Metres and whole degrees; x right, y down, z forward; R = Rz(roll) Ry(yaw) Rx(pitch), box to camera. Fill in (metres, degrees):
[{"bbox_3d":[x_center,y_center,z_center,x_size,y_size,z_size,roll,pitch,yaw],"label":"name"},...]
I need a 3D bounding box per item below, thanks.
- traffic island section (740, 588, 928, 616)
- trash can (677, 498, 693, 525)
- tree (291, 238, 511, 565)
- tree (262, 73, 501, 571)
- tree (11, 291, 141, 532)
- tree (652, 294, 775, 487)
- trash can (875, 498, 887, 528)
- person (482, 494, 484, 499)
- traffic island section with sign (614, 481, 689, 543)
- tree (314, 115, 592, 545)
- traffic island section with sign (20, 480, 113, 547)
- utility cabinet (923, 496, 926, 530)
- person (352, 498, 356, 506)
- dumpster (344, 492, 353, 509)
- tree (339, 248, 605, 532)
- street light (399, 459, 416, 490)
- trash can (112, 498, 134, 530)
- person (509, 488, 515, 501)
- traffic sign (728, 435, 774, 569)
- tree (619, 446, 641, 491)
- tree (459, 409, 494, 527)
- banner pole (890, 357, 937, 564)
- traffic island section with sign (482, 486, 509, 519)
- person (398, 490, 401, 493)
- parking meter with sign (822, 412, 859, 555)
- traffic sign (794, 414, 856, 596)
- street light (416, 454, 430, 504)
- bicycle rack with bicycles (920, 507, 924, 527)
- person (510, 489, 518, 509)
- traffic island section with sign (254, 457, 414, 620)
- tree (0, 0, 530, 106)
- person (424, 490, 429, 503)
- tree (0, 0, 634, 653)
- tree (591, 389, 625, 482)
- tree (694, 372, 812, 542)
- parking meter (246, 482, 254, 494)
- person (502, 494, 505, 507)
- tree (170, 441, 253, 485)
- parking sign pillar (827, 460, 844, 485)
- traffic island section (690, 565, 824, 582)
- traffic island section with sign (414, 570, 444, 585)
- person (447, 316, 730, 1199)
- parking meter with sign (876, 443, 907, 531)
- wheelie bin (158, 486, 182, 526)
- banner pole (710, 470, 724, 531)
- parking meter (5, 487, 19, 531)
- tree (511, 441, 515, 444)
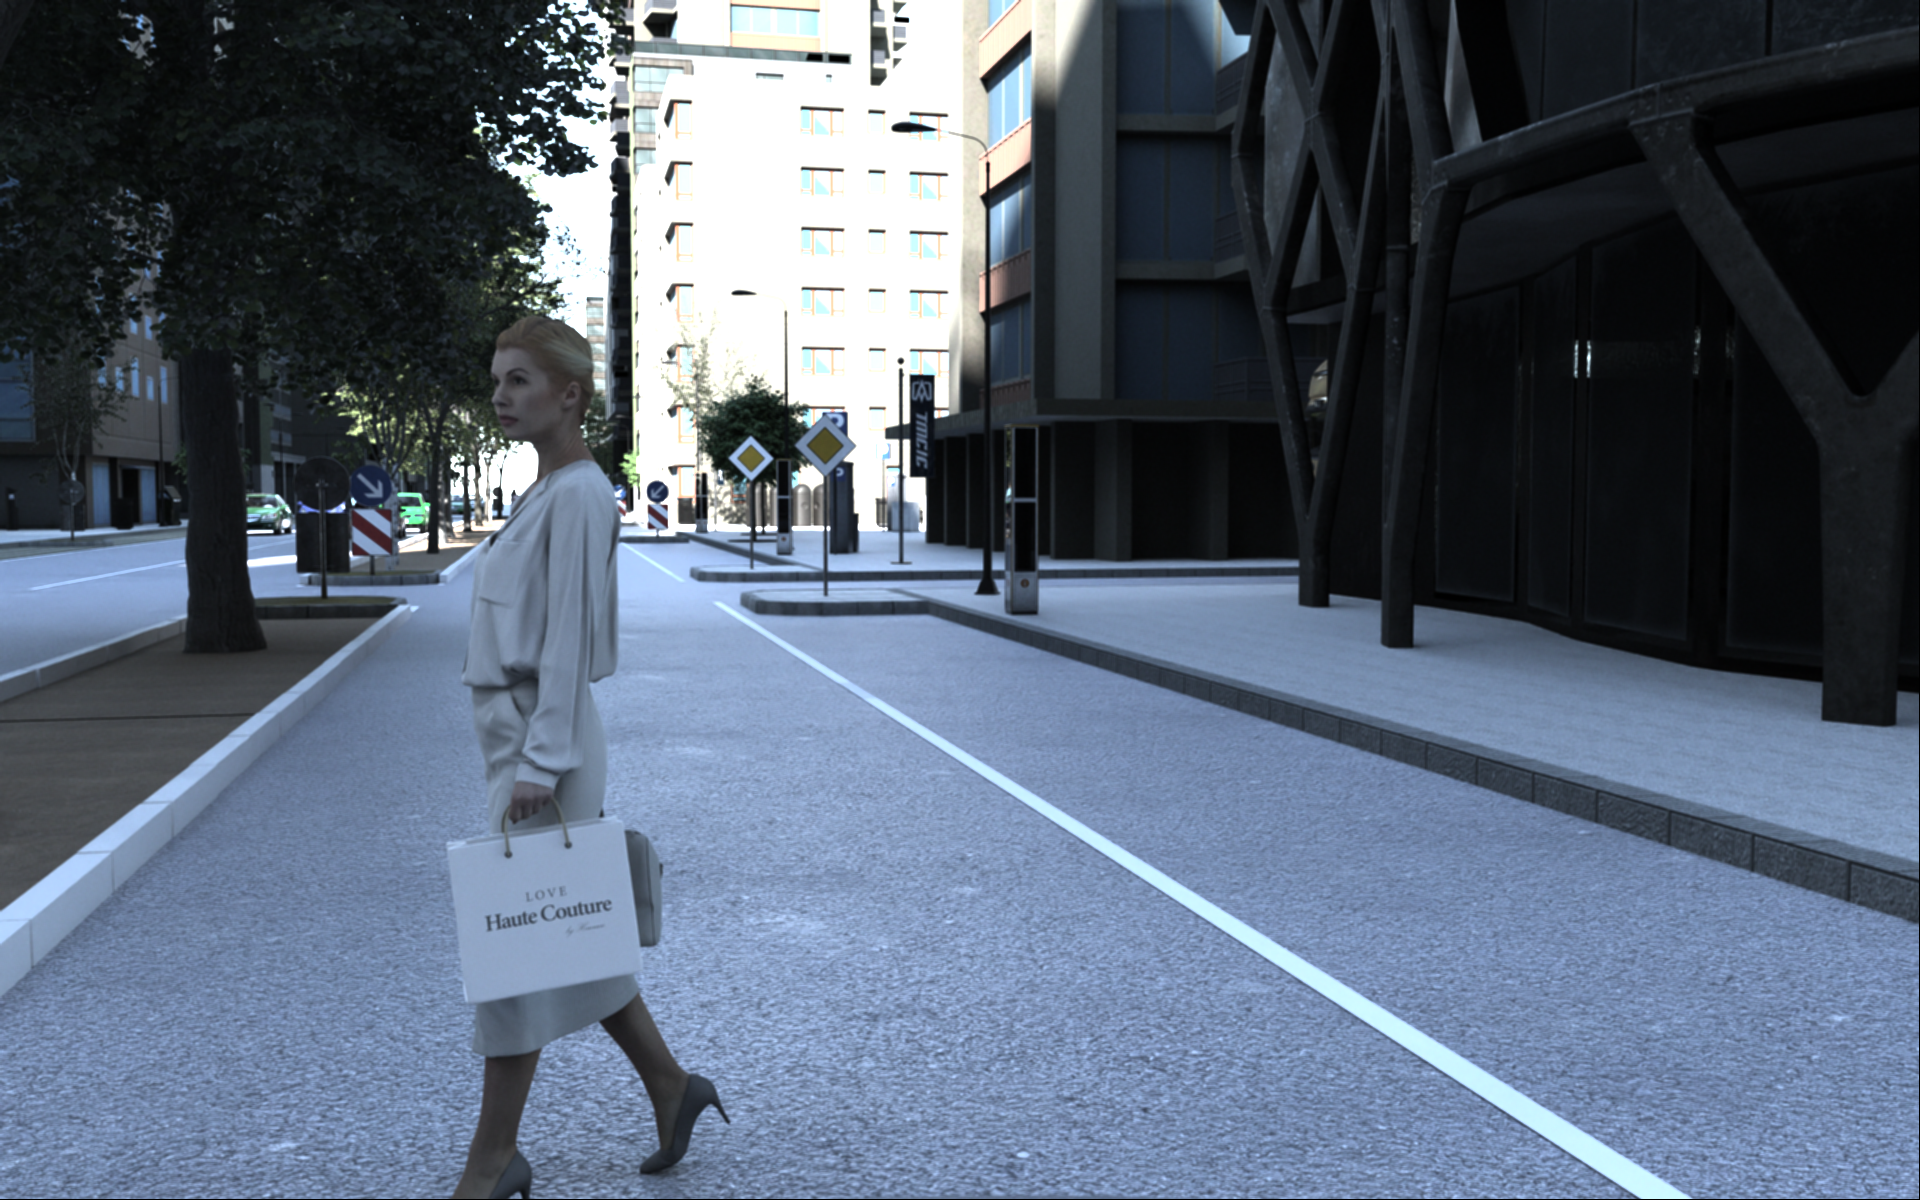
[{"bbox_3d":[-1.674,0.026,21.853,2.009,0.180,2.903,-1,4,-13],"label":"traffic island section"},{"bbox_3d":[-11.364,-3.667,71.602,0.748,1.137,0.748,0,3,0],"label":"trash can"},{"bbox_3d":[-11.394,-5.003,34.614,4.737,8.622,4.395,0,3,0],"label":"tree"},{"bbox_3d":[-9.956,-4.719,29.979,4.360,8.622,3.978,0,3,0],"label":"tree"},{"bbox_3d":[-30.326,-6.657,59.197,4.360,8.622,3.978,0,3,0],"label":"tree"},{"bbox_3d":[-9.381,-6.990,64.644,4.360,8.622,3.978,0,3,0],"label":"tree"},{"bbox_3d":[-2.895,-3.313,65.824,0.748,1.137,0.748,0,3,0],"label":"trash can"},{"bbox_3d":[-51.335,-10.678,186.352,0.557,1.426,1.065,0,4,-4],"label":"person"},{"bbox_3d":[-9.136,-2.620,51.458,1.989,1.847,2.006,-1,4,-13],"label":"traffic island section with sign"},{"bbox_3d":[-14.450,-7.796,48.042,7.486,12.596,7.792,0,3,0],"label":"tree"},{"bbox_3d":[-24.360,-2.369,47.353,1.989,1.847,2.006,-1,4,-13],"label":"traffic island section with sign"},{"bbox_3d":[-0.804,-3.092,61.716,1.020,1.237,0.306,2,4,34],"label":"utility cabinet"},{"bbox_3d":[-22.779,-3.490,65.426,0.748,1.841,0.638,-3,5,-44],"label":"person"},{"bbox_3d":[-40.174,-6.460,113.830,1.865,1.857,1.264,-1,4,-13],"label":"dumpster"},{"bbox_3d":[-18.613,-9.302,64.911,12.009,13.543,11.850,0,3,0],"label":"tree"},{"bbox_3d":[-57.994,-12.746,180.936,1.470,5.913,1.316,-1,4,-13],"label":"street light"},{"bbox_3d":[-30.114,-3.102,62.368,0.748,1.137,0.748,0,3,0],"label":"trash can"},{"bbox_3d":[-31.087,-6.870,120.765,0.705,1.831,1.348,-3,4,-37],"label":"person"},{"bbox_3d":[-3.560,-1.584,29.536,0.795,2.450,0.064,-1,4,-13],"label":"traffic sign"},{"bbox_3d":[-19.092,-7.463,105.737,4.285,4.588,4.351,0,3,0],"label":"tree"},{"bbox_3d":[-21.411,-9.059,76.320,9.928,11.665,9.643,0,3,0],"label":"tree"},{"bbox_3d":[-0.855,-2.559,31.853,0.863,3.779,0.401,0,4,-8],"label":"banner pole"},{"bbox_3d":[-26.959,-5.676,100.935,2.006,1.907,1.989,-1,4,-13],"label":"traffic island section with sign"},{"bbox_3d":[-41.877,-7.361,129.644,1.217,1.735,0.721,3,4,36],"label":"person"},{"bbox_3d":[-2.543,-2.521,37.475,0.543,3.016,1.738,0,4,7],"label":"parking meter with sign"},{"bbox_3d":[-1.695,-1.109,21.771,0.795,2.450,0.064,-1,4,-13],"label":"traffic sign"},{"bbox_3d":[-63.045,-14.062,202.459,1.470,5.913,1.316,-1,4,-13],"label":"street light"},{"bbox_3d":[-1.558,-3.427,69.418,2.925,0.926,2.852,-3,4,-38],"label":"bicycle rack with bicycles"},{"bbox_3d":[-26.701,-5.787,103.779,0.621,1.740,0.551,1,4,20],"label":"person"},{"bbox_3d":[-7.683,-0.766,20.663,2.006,1.907,1.989,-1,4,-13],"label":"traffic island section with sign"},{"bbox_3d":[-4.323,-4.281,6.871,8.767,10.594,7.601,-1,4,-13],"label":"tree"},{"bbox_3d":[-39.105,-7.181,126.699,0.721,1.735,1.217,-2,4,-26],"label":"person"},{"bbox_3d":[-6.669,-6.493,15.268,9.857,13.997,8.962,0,3,0],"label":"tree"},{"bbox_3d":[-38.867,-16.416,186.521,7.486,12.596,7.792,0,3,0],"label":"tree"},{"bbox_3d":[-5.477,-3.855,46.742,4.285,4.588,4.351,0,3,0],"label":"tree"},{"bbox_3d":[-35.090,-4.886,85.599,0.255,1.863,0.399,0,4,4],"label":"parking meter"},{"bbox_3d":[-52.529,-11.573,198.534,0.721,1.723,1.217,2,4,26],"label":"person"},{"bbox_3d":[-34.259,-5.837,79.152,4.285,4.588,4.351,0,3,0],"label":"tree"},{"bbox_3d":[-5.087,-5.028,70.673,1.447,3.967,1.447,1,4,8],"label":"parking sign pillar"},{"bbox_3d":[-3.539,-0.449,29.618,2.009,0.180,2.903,-1,4,-13],"label":"traffic island section"},{"bbox_3d":[-9.403,-1.207,27.868,2.006,1.907,1.989,-1,4,-13],"label":"traffic island section with sign"},{"bbox_3d":[-0.772,0.331,3.443,0.624,1.780,0.694,-1,4,-10],"label":"person"},{"bbox_3d":[-2.162,-3.903,60.081,0.543,3.016,1.738,2,4,34],"label":"parking meter with sign"},{"bbox_3d":[-31.770,-3.772,69.586,0.693,1.594,0.980,0,4,8],"label":"wheelie bin"},{"bbox_3d":[-8.337,-4.265,59.749,0.401,3.779,0.863,-3,4,-37],"label":"banner pole"},{"bbox_3d":[-33.346,-3.211,60.914,0.372,1.533,0.369,0,3,0],"label":"parking meter"},{"bbox_3d":[-24.947,-8.488,91.598,4.737,8.622,4.395,0,3,0],"label":"tree"}]
